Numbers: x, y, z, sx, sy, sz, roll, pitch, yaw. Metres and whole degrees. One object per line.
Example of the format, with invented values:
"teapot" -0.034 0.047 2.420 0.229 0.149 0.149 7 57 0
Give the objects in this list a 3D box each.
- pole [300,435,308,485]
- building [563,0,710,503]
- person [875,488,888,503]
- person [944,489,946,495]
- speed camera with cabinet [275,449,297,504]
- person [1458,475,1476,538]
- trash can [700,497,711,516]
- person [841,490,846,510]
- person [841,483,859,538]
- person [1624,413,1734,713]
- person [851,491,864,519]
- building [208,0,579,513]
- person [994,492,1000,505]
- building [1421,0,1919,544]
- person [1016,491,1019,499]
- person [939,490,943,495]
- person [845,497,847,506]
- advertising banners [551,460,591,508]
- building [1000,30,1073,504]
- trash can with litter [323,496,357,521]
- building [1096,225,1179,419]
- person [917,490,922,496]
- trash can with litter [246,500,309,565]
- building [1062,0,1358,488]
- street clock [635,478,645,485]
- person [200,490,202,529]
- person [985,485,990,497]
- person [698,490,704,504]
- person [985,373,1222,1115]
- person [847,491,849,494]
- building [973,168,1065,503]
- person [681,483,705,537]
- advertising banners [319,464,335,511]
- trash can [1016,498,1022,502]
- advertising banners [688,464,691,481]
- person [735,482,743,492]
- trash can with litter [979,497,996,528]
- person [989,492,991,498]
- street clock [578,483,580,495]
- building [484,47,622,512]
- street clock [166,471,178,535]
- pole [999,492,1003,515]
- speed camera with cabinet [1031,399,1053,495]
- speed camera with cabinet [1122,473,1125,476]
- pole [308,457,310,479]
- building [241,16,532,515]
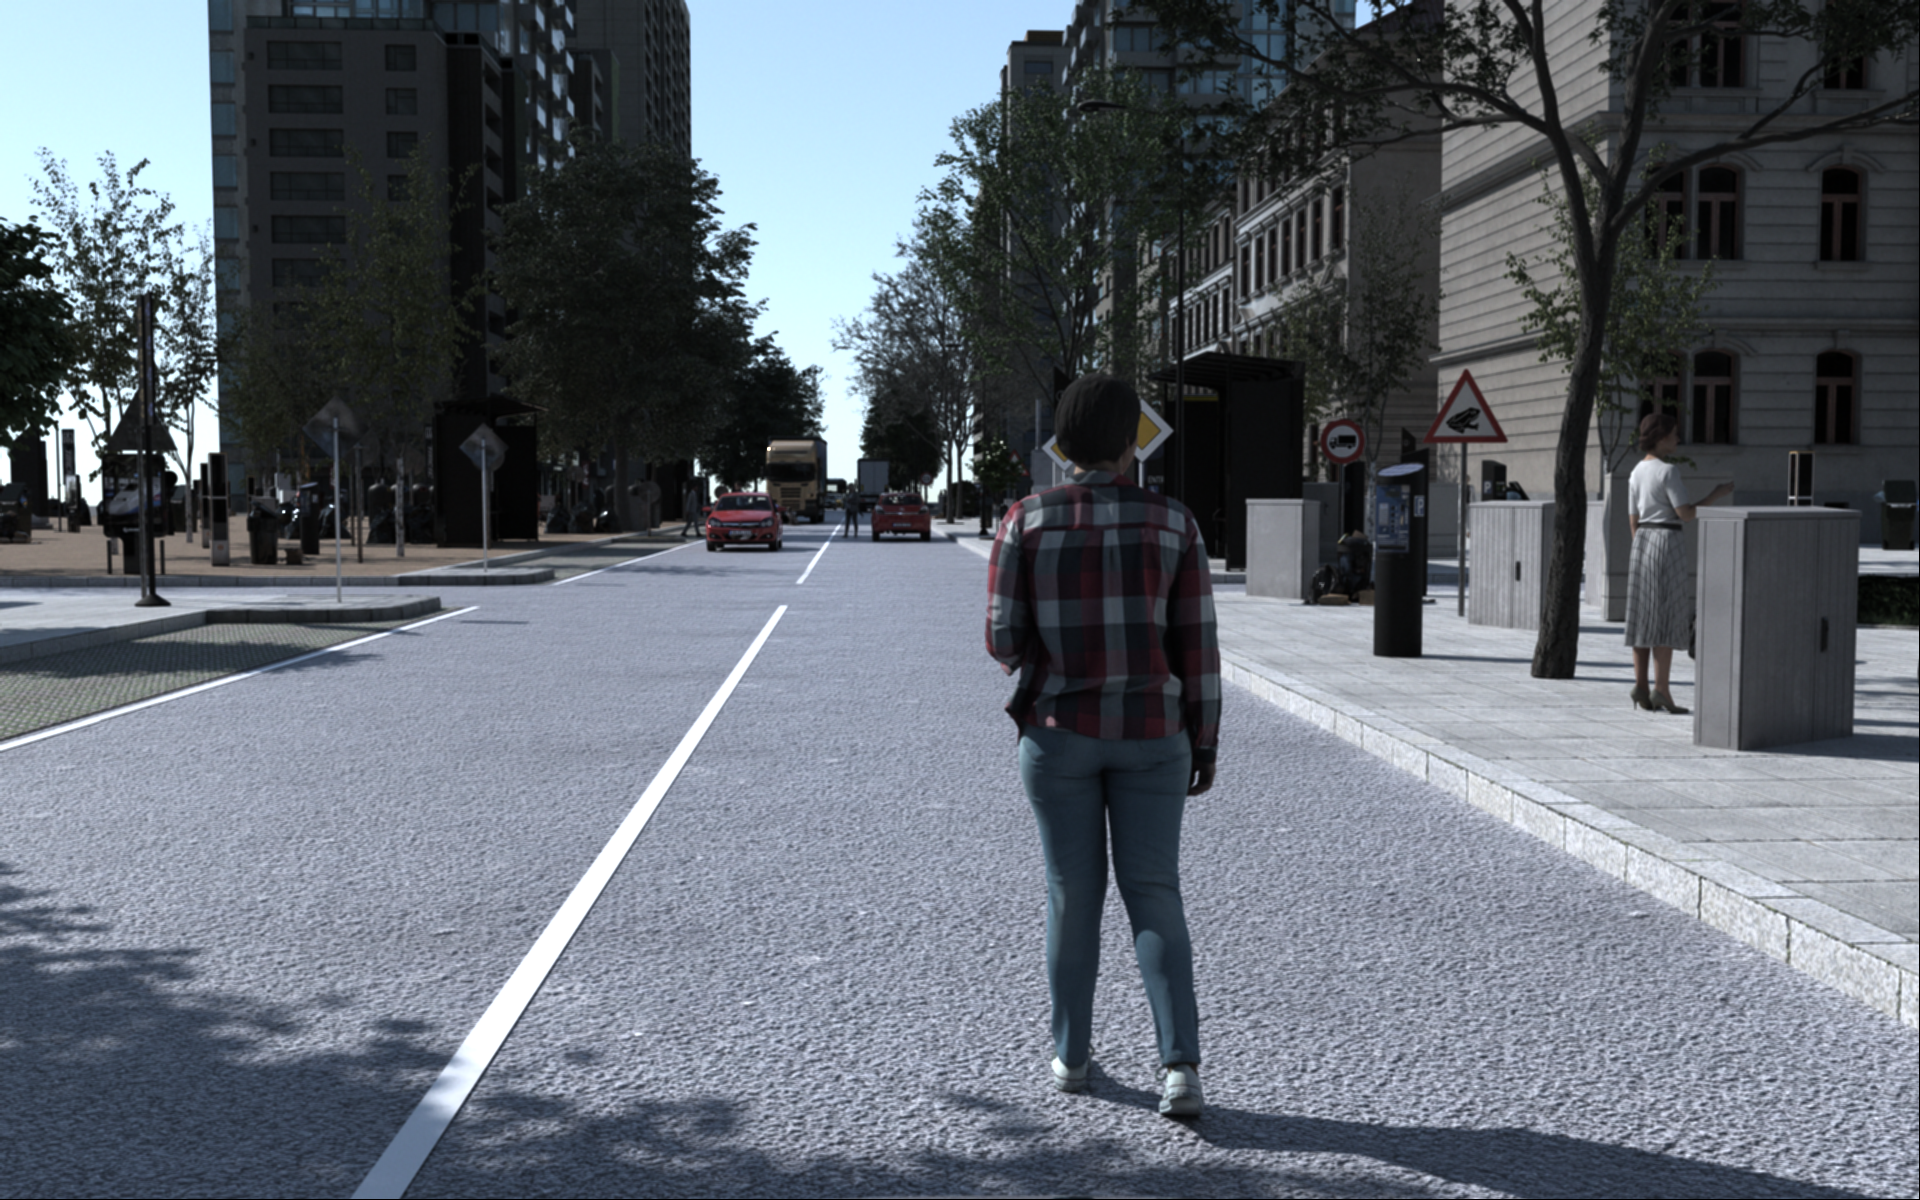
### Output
"pole" -22.856 -4.058 60.194 0.158 3.312 0.155 0 3 0
"building" -47.013 -49.602 249.246 20.563 71.187 20.611 0 4 -3
"person" -4.485 -5.904 105.118 1.348 1.812 0.705 0 4 5
"person" -1.076 -7.205 125.308 0.415 1.643 0.593 0 4 -7
"speed camera with cabinet" -29.317 -4.955 75.358 0.660 3.252 2.038 -2 4 -29
"person" 14.599 -2.701 50.089 0.514 1.842 0.818 -1 4 -12
"trash can" -14.711 -5.407 100.057 0.748 1.137 0.748 0 3 0
"person" -10.652 -9.180 158.670 0.705 1.814 1.350 -1 4 -13
"person" -3.567 -2.951 56.927 0.537 1.800 0.526 3 5 44
"person" 4.199 -0.220 10.202 0.524 1.755 0.480 -1 4 -16
"person" -6.020 -5.668 101.016 0.795 1.843 0.661 -2 4 -31
"building" -41.605 -31.263 130.751 23.786 49.044 30.456 0 4 -3
"person" 4.364 -11.989 202.621 0.990 1.755 0.434 3 4 38
"building" 26.935 -16.062 49.997 23.554 28.519 14.401 0 4 -3
"person" 6.030 -10.721 184.466 0.721 1.739 1.217 2 4 26
"person" -2.285 -12.794 215.237 0.705 1.823 1.348 -2 4 -27
"person" -12.772 -11.020 191.894 0.991 1.433 0.599 1 4 11
"advertising banners" -19.918 -5.665 88.811 2.074 3.025 0.090 -2 4 -26
"building" 15.835 -41.969 228.189 21.231 58.520 28.212 0 4 -3
"trash can with litter" -29.823 -4.404 83.060 2.233 1.210 1.678 -2 4 -34
"building" 25.278 -16.971 122.512 27.650 21.520 28.899 0 4 -3
"person" -4.708 -11.319 191.078 1.348 1.831 0.705 2 4 30
"trash can with litter" -12.463 -1.239 31.645 1.055 1.170 0.624 -1 4 -15
"building" 20.871 -32.507 151.091 23.786 49.044 30.456 0 4 -3
"street clock" -14.410 -4.489 77.961 0.471 2.002 0.358 3 5 42
"person" -26.647 -3.383 61.224 0.638 1.841 0.748 2 4 30
"person" 1.665 -6.208 107.569 0.705 1.821 1.348 1 4 16
"person" -33.642 -13.416 225.357 0.705 1.831 1.348 -3 4 -38
"person" 0.341 0.320 4.106 0.563 1.720 0.643 0 4 1
"person" -13.312 -12.174 207.533 1.348 1.826 0.705 -1 4 -23
"building" 13.242 -38.504 253.246 21.300 48.544 21.600 0 4 -3
"person" -8.862 -2.978 57.461 0.850 1.792 0.678 0 4 2
"advertising banners" -36.525 -6.274 98.770 2.074 3.025 0.090 -1 4 -19
"trash can" 2.176 -2.774 57.012 0.748 1.137 0.748 0 3 0
"advertising banners" -16.572 -6.368 100.298 2.074 3.025 0.090 -1 4 -22
"person" -6.121 -2.442 48.764 0.444 1.785 0.601 -1 4 -15
"trash can with litter" 1.034 -3.294 65.236 0.624 1.170 1.055 0 4 3
"person" 3.183 -10.824 186.399 0.530 1.710 0.541 -2 4 -26
"street clock" -22.379 -5.896 100.972 0.471 2.002 0.358 1 4 19
"building" -38.142 -28.786 154.252 14.154 41.232 14.086 0 4 -3
"street clock" -24.516 -3.005 53.703 0.471 2.002 0.358 -3 5 -41
"pole" 2.483 -6.774 104.601 0.158 3.312 0.155 0 3 0
"speed camera with cabinet" 1.778 -2.521 35.549 0.660 3.252 2.038 0 4 4
"speed camera with cabinet" 8.594 -5.618 86.185 0.660 3.252 2.038 -1 4 -23
"pole" -35.571 -6.157 94.514 0.158 3.312 0.155 0 3 0
"building" -35.423 -20.640 109.158 14.160 30.474 14.107 0 4 -3
